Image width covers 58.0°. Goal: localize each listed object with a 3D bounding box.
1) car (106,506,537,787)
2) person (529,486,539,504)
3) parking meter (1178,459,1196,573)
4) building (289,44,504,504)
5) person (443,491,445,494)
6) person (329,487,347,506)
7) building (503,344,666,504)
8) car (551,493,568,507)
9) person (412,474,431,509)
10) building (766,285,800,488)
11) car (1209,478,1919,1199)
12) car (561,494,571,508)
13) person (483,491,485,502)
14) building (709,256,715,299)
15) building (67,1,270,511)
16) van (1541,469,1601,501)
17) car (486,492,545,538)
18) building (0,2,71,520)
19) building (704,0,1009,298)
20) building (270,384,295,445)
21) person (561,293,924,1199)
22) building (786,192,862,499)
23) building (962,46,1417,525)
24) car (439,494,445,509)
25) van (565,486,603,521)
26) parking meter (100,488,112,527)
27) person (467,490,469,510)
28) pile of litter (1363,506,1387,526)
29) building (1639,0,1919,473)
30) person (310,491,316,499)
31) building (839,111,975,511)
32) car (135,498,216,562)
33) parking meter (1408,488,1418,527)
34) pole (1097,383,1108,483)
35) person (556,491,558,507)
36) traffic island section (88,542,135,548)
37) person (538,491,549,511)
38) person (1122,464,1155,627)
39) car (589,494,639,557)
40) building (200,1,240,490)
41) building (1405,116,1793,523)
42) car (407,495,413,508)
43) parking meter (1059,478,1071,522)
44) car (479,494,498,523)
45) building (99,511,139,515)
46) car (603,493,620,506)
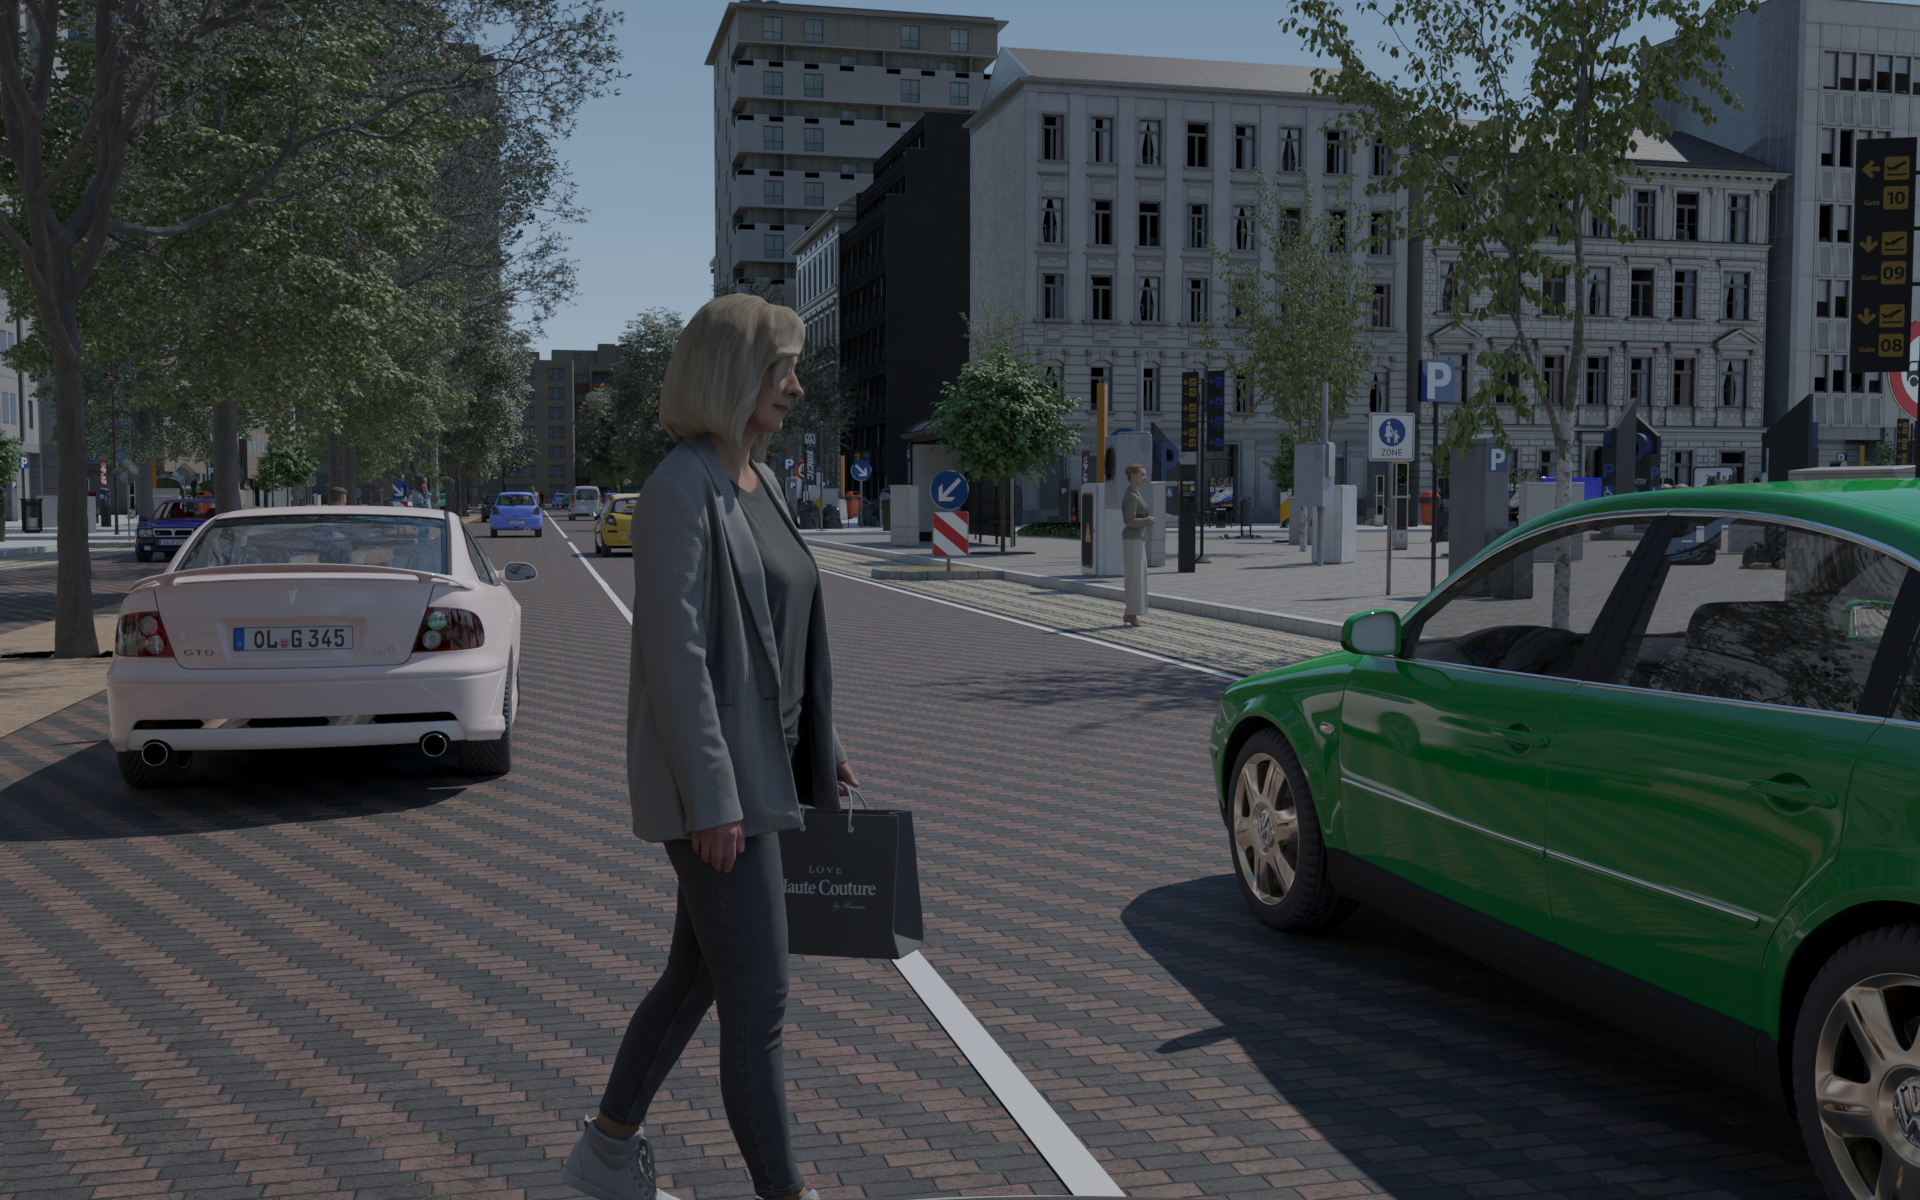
[{"bbox_3d":[-3.515,0.144,10.007,2.083,1.381,4.827,-1,4,-13],"label":"car"},{"bbox_3d":[-19.769,-4.383,80.179,0.555,1.821,0.388,-2,4,-30],"label":"person"},{"bbox_3d":[3.718,-1.386,28.365,0.255,1.863,0.399,0,4,1],"label":"parking meter"},{"bbox_3d":[-74.816,-41.930,227.559,28.212,58.520,21.231,-1,4,-14],"label":"building"},{"bbox_3d":[-48.877,-9.501,164.363,0.617,1.759,0.750,1,4,22],"label":"person"},{"bbox_3d":[-7.082,-0.518,19.567,0.503,1.515,0.523,-3,4,-38],"label":"person"},{"bbox_3d":[-47.833,-24.065,238.504,28.899,21.520,27.650,-1,4,-14],"label":"building"},{"bbox_3d":[-43.652,-10.974,189.007,1.945,1.707,3.694,-1,4,-15],"label":"car"},{"bbox_3d":[-9.810,-1.389,31.476,0.793,1.790,0.793,3,5,42],"label":"person"},{"bbox_3d":[-5.480,-19.309,160.747,27.650,21.520,28.899,-1,4,-14],"label":"building"},{"bbox_3d":[2.195,0.259,4.564,1.959,1.807,4.718,-1,4,-15],"label":"car"},{"bbox_3d":[-40.271,-10.415,179.083,1.959,1.807,4.718,-1,4,-15],"label":"car"},{"bbox_3d":[-53.374,-11.374,194.405,0.705,1.831,1.348,0,4,-7],"label":"person"},{"bbox_3d":[-22.296,-33.897,246.102,23.993,40.220,32.217,-1,4,-14],"label":"building"},{"bbox_3d":[-72.214,-31.137,159.205,14.600,45.320,14.200,-1,4,-14],"label":"building"},{"bbox_3d":[22.060,-3.548,62.399,5.245,2.365,2.240,-1,4,-13],"label":"van"},{"bbox_3d":[-14.972,-2.985,58.389,1.945,1.707,3.694,-1,4,-15],"label":"car"},{"bbox_3d":[-56.667,-32.938,80.539,21.231,58.520,28.212,-1,4,-14],"label":"building"},{"bbox_3d":[-11.665,-36.576,187.259,28.713,52.752,27.495,-1,4,-14],"label":"building"},{"bbox_3d":[-76.869,-24.938,179.434,14.107,30.474,14.160,-1,4,-14],"label":"building"},{"bbox_3d":[-0.425,0.328,3.316,0.728,1.800,0.709,1,4,18],"label":"person"},{"bbox_3d":[-5.713,-18.195,126.374,11.050,23.489,19.941,-1,4,-14],"label":"building"},{"bbox_3d":[10.140,-14.059,79.008,18.267,20.994,9.793,-1,4,-14],"label":"building"},{"bbox_3d":[-44.321,-8.513,147.980,1.959,1.807,4.718,-1,4,-14],"label":"car"},{"bbox_3d":[-20.474,-5.353,94.534,2.013,2.044,4.112,-1,4,-16],"label":"van"},{"bbox_3d":[-33.320,-3.617,67.547,0.372,1.533,0.369,0,3,0],"label":"parking meter"},{"bbox_3d":[-44.595,-9.046,156.533,0.705,1.807,1.348,0,4,7],"label":"person"},{"bbox_3d":[16.869,-3.451,70.392,1.719,0.858,1.176,-3,5,-41],"label":"pile of litter"},{"bbox_3d":[47.268,-16.602,89.460,19.932,24.808,12.078,-1,4,-14],"label":"building"},{"bbox_3d":[-76.055,-11.911,203.950,0.721,1.736,1.217,1,4,17],"label":"person"},{"bbox_3d":[-0.160,-17.106,109.356,12.332,23.373,15.834,-1,4,-14],"label":"building"},{"bbox_3d":[-16.875,-1.559,38.069,1.945,1.354,3.894,-1,4,-13],"label":"car"},{"bbox_3d":[17.668,-3.615,67.518,0.372,1.533,0.369,0,3,0],"label":"parking meter"},{"bbox_3d":[2.620,-2.332,31.978,0.158,3.312,0.155,0,3,0],"label":"pole"},{"bbox_3d":[-44.641,-11.164,191.588,0.434,1.755,0.990,0,4,-1],"label":"person"},{"bbox_3d":[-22.624,-1.520,47.128,2.009,0.180,2.903,-1,4,-14],"label":"traffic island section"},{"bbox_3d":[-36.392,-8.659,150.903,1.217,1.723,0.721,0,4,3],"label":"person"},{"bbox_3d":[1.914,-0.583,18.584,0.362,1.759,0.519,0,4,6],"label":"person"},{"bbox_3d":[-7.730,-1.885,41.044,2.015,1.641,3.980,-1,4,-15],"label":"car"},{"bbox_3d":[-69.573,-50.307,135.195,22.319,86.520,31.000,-1,4,-14],"label":"building"},{"bbox_3d":[28.247,-13.420,84.050,19.286,19.102,10.561,-1,4,-14],"label":"building"},{"bbox_3d":[-37.921,-6.671,121.438,2.083,1.381,4.827,-1,4,-14],"label":"car"},{"bbox_3d":[3.815,-3.507,63.056,0.399,1.863,0.255,2,4,24],"label":"parking meter"},{"bbox_3d":[-23.608,-4.823,88.645,2.009,1.686,4.222,-1,4,-14],"label":"car"},{"bbox_3d":[-57.436,-28.176,110.782,14.600,45.320,14.200,-1,4,-14],"label":"building"},{"bbox_3d":[-27.326,-7.787,136.903,1.945,1.707,3.694,-1,4,-13],"label":"car"}]
